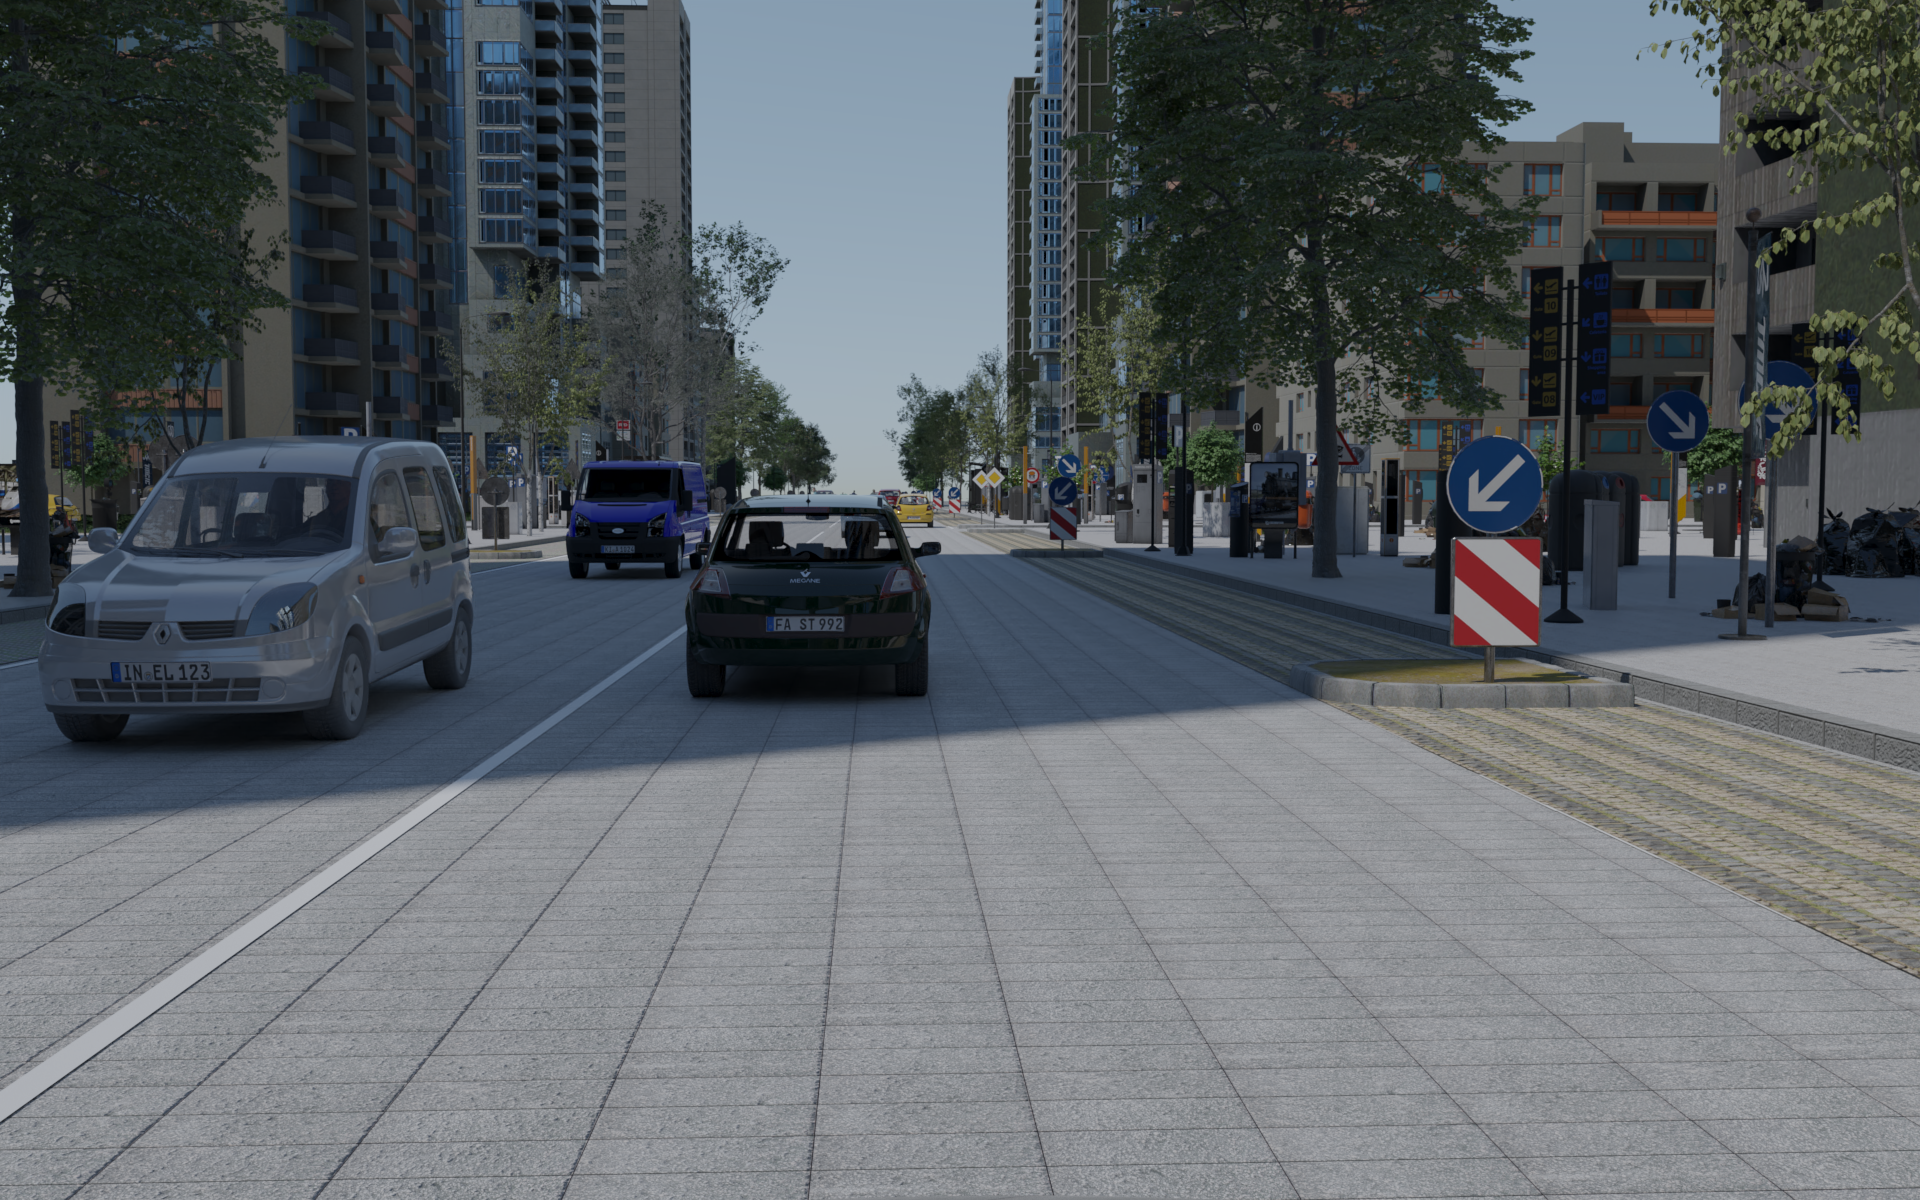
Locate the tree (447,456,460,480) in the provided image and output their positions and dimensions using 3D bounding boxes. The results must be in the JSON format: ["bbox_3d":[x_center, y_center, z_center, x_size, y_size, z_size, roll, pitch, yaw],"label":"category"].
[{"bbox_3d":[-23.041,-5.009,76.498,1.663,3.219,1.824,0,3,0],"label":"tree"}]

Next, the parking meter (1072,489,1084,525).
[{"bbox_3d":[4.886,-3.923,72.545,0.372,1.533,0.369,0,3,0],"label":"parking meter"}]

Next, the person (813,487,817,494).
[{"bbox_3d":[-8.902,-6.021,106.808,0.748,1.841,0.638,1,4,22],"label":"person"}]

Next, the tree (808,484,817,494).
[{"bbox_3d":[-25.952,-21.360,299.600,4.737,8.622,4.395,0,3,0],"label":"tree"}]

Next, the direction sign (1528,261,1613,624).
[{"bbox_3d":[6.045,-1.544,17.236,0.379,3.537,0.876,-3,5,-39],"label":"direction sign"}]

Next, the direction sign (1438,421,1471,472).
[{"bbox_3d":[15.385,-3.778,53.761,0.876,3.537,0.379,1,4,22],"label":"direction sign"}]

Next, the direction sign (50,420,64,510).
[{"bbox_3d":[-27.882,-3.777,53.751,0.379,3.537,0.876,1,4,10],"label":"direction sign"}]

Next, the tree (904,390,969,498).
[{"bbox_3d":[-2.380,-16.546,188.648,7.486,12.596,7.792,0,3,0],"label":"tree"}]

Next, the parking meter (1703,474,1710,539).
[{"bbox_3d":[21.642,-2.699,49.835,0.399,1.863,0.255,3,5,43],"label":"parking meter"}]

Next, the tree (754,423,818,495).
[{"bbox_3d":[-21.672,-16.836,209.683,8.767,10.594,7.601,-2,4,-33],"label":"tree"}]

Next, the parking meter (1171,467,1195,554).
[{"bbox_3d":[4.801,-1.917,37.059,0.399,1.863,0.255,-3,5,-40],"label":"parking meter"}]

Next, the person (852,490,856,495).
[{"bbox_3d":[-11.186,-10.730,183.810,0.709,1.838,0.599,-3,5,-40],"label":"person"}]

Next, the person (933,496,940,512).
[{"bbox_3d":[-1.877,-7.808,137.006,0.563,1.720,0.643,-1,4,-14],"label":"person"}]

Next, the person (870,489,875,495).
[{"bbox_3d":[-6.508,-7.521,131.651,0.590,1.801,0.661,-3,5,-39],"label":"person"}]

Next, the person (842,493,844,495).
[{"bbox_3d":[-19.549,-17.189,290.344,0.445,1.727,0.742,3,5,41],"label":"person"}]

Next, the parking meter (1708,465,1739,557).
[{"bbox_3d":[15.549,-1.805,35.222,0.255,1.863,0.399,-2,4,-34],"label":"parking meter"}]

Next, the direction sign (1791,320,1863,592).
[{"bbox_3d":[11.377,-1.886,22.828,0.379,3.537,0.876,-3,5,-44],"label":"direction sign"}]

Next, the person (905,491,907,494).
[{"bbox_3d":[-5.690,-10.505,180.976,1.217,1.735,0.721,2,4,24],"label":"person"}]

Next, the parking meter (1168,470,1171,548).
[{"bbox_3d":[5.148,-2.195,41.599,0.255,1.863,0.399,1,4,12],"label":"parking meter"}]

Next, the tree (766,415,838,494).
[{"bbox_3d":[-23.442,-20.046,244.763,9.611,12.733,9.660,0,3,0],"label":"tree"}]

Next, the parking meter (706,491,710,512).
[{"bbox_3d":[-17.632,-6.884,120.961,0.372,1.533,0.369,0,3,0],"label":"parking meter"}]

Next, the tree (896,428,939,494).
[{"bbox_3d":[-6.396,-23.479,290.536,9.857,13.997,8.962,0,3,0],"label":"tree"}]

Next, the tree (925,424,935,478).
[{"bbox_3d":[-0.199,-12.555,155.637,4.737,8.622,4.395,0,3,0],"label":"tree"}]

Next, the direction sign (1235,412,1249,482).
[{"bbox_3d":[7.949,-3.432,48.107,0.379,3.537,0.876,1,4,14],"label":"direction sign"}]

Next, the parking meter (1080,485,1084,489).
[{"bbox_3d":[7.465,-6.089,105.263,0.255,1.863,0.399,-2,4,-31],"label":"parking meter"}]

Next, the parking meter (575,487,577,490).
[{"bbox_3d":[-31.331,-8.307,141.526,0.255,1.863,0.399,-2,4,-23],"label":"parking meter"}]

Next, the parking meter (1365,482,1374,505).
[{"bbox_3d":[18.934,-4.554,80.161,0.399,1.863,0.255,0,4,8],"label":"parking meter"}]

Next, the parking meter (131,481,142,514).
[{"bbox_3d":[-36.365,-4.329,76.483,0.399,1.863,0.255,1,4,17],"label":"parking meter"}]

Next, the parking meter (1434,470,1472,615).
[{"bbox_3d":[5.283,-0.619,18.533,0.372,1.533,0.369,0,3,0],"label":"parking meter"}]

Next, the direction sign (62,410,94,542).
[{"bbox_3d":[-23.734,-3.357,46.889,0.379,3.537,0.876,1,4,9],"label":"direction sign"}]

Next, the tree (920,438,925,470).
[{"bbox_3d":[-1.969,-13.928,178.089,4.737,8.622,4.395,0,3,0],"label":"tree"}]

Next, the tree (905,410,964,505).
[{"bbox_3d":[-2.667,-17.172,206.518,9.928,11.665,9.643,0,3,0],"label":"tree"}]

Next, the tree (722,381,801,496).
[{"bbox_3d":[-18.301,-14.241,158.595,9.928,11.665,9.643,0,3,0],"label":"tree"}]

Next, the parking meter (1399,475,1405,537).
[{"bbox_3d":[13.134,-2.831,51.998,0.255,1.863,0.399,-3,5,-43],"label":"parking meter"}]

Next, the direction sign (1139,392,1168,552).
[{"bbox_3d":[4.315,-2.857,38.713,0.876,3.537,0.379,-3,4,-39],"label":"direction sign"}]

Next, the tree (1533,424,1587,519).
[{"bbox_3d":[16.310,-3.284,48.292,1.663,3.219,1.824,0,3,0],"label":"tree"}]

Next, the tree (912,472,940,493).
[{"bbox_3d":[-4.224,-16.165,248.013,4.285,4.588,4.351,0,3,0],"label":"tree"}]

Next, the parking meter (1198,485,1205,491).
[{"bbox_3d":[15.297,-6.368,109.835,0.399,1.863,0.255,-2,4,-28],"label":"parking meter"}]

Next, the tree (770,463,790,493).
[{"bbox_3d":[-19.171,-11.946,179.024,4.285,4.588,4.351,0,3,0],"label":"tree"}]

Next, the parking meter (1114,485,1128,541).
[{"bbox_3d":[4.396,-2.371,47.172,0.372,1.533,0.369,0,3,0],"label":"parking meter"}]

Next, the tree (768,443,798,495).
[{"bbox_3d":[-22.306,-16.357,217.796,4.360,8.622,3.978,0,3,0],"label":"tree"}]

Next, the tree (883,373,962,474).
[{"bbox_3d":[-5.615,-25.214,268.137,12.611,20.169,13.585,0,3,0],"label":"tree"}]

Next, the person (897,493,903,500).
[{"bbox_3d":[-3.622,-5.751,105.127,0.503,1.515,0.523,-2,4,-29],"label":"person"}]

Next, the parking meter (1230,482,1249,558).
[{"bbox_3d":[5.663,-1.634,35.132,0.372,1.533,0.369,0,3,0],"label":"parking meter"}]

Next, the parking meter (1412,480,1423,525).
[{"bbox_3d":[19.285,-4.115,72.998,0.399,1.863,0.255,0,4,0],"label":"parking meter"}]

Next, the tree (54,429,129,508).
[{"bbox_3d":[-41.293,-6.028,82.272,4.285,4.588,4.351,0,3,0],"label":"tree"}]

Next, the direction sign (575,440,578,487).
[{"bbox_3d":[-16.120,-4.951,72.944,0.379,3.537,0.876,-1,4,-18],"label":"direction sign"}]

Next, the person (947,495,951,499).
[{"bbox_3d":[-1.351,-13.522,229.460,0.709,1.838,0.599,-1,4,-18],"label":"person"}]

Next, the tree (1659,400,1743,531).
[{"bbox_3d":[26.208,-4.710,60.723,4.285,4.588,4.351,0,3,0],"label":"tree"}]
